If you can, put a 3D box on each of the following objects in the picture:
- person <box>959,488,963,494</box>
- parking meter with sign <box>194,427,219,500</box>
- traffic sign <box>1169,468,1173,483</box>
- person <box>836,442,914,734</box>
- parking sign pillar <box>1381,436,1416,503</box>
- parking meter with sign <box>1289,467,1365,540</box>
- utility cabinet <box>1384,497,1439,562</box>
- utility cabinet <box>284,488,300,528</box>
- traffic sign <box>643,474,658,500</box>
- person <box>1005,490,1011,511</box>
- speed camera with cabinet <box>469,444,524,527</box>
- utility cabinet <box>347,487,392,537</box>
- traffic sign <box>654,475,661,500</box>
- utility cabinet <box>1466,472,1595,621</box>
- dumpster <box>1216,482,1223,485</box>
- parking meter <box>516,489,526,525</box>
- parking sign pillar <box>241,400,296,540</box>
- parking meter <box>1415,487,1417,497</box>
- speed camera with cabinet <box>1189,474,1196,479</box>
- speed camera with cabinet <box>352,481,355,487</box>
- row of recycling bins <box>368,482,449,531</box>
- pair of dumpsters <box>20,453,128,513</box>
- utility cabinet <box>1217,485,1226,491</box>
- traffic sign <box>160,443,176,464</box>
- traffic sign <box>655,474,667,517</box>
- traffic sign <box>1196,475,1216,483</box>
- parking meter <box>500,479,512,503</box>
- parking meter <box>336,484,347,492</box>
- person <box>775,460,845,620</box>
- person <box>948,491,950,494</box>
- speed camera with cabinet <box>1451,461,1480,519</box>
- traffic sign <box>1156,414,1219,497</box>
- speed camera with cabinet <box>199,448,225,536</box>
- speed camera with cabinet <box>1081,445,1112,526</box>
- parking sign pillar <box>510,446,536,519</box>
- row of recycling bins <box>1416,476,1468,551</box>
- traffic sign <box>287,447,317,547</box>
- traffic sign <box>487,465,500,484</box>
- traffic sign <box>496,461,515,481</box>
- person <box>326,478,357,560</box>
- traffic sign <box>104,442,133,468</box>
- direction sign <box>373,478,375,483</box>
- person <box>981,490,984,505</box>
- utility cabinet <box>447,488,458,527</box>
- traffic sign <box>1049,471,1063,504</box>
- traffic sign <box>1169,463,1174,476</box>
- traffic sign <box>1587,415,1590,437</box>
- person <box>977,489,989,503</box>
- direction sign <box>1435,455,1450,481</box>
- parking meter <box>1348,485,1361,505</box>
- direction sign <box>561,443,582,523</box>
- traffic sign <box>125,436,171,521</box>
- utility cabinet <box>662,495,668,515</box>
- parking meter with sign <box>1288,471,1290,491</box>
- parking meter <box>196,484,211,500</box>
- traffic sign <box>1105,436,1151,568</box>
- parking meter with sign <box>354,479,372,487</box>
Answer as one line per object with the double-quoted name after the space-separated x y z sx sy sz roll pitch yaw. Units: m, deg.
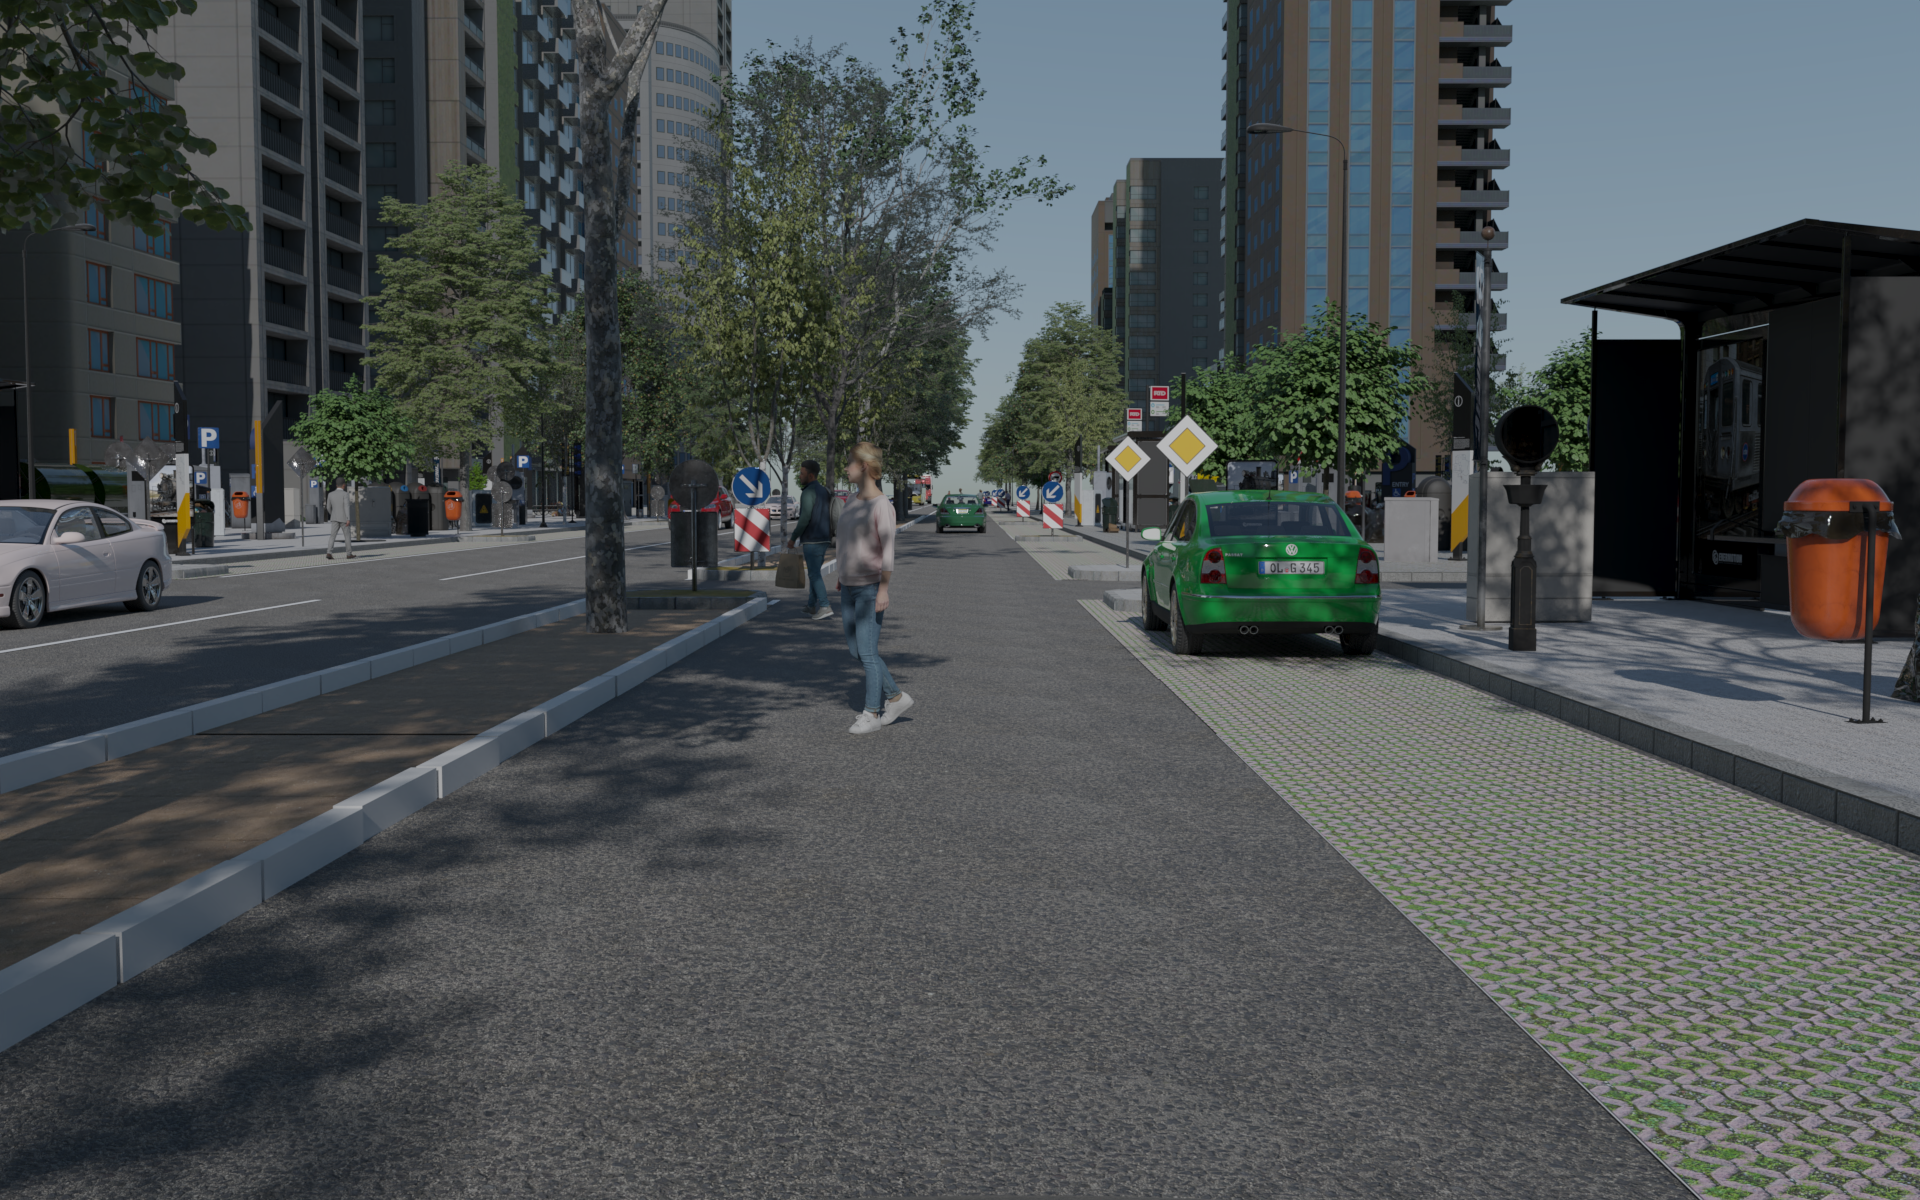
0.020 -5.743 102.735 0.374 1.781 0.599 1 4 15 "person"
-20.253 -3.038 45.939 1.738 3.016 0.543 3 5 44 "parking meter with sign"
7.928 -3.959 66.862 0.606 2.300 0.079 1 4 8 "traffic sign"
-0.528 -0.083 10.534 0.598 1.740 0.731 -3 5 -43 "person"
17.700 -4.979 69.885 1.447 3.967 1.447 3 4 36 "parking sign pillar"
9.055 -2.825 42.452 1.738 3.016 0.543 0 4 7 "parking meter with sign"
8.582 -1.332 32.940 0.306 1.237 1.020 -3 5 -42 "utility cabinet"
-25.051 -3.404 64.327 1.173 1.500 0.318 2 4 25 "utility cabinet"
-18.042 -6.184 101.115 0.884 2.594 0.081 0 4 3 "traffic sign"
3.597 -7.498 132.035 0.436 1.711 0.756 3 5 44 "person"
-18.316 -4.535 68.484 2.038 3.252 0.660 -2 4 -25 "speed camera with cabinet"
-17.376 -2.586 50.968 1.173 1.500 0.318 -2 4 -29 "utility cabinet"
-17.871 -6.299 103.099 0.768 2.556 0.104 0 4 3 "traffic sign"
5.695 -0.528 17.320 1.173 1.500 0.318 0 4 -4 "utility cabinet"
7.733 -2.724 47.038 1.502 2.255 1.985 0 4 0 "dumpster"
-18.327 -3.905 72.265 0.372 1.533 0.369 0 3 0 "parking meter"
-19.732 -3.721 49.311 1.447 3.967 1.447 0 4 3 "parking sign pillar"
12.870 -2.440 48.309 0.372 1.533 0.369 0 3 0 "parking meter"
11.549 -5.303 81.044 0.660 3.252 2.038 -3 5 -43 "speed camera with cabinet"
-28.557 -5.483 83.978 0.660 3.252 2.038 2 4 25 "speed camera with cabinet"
-19.054 -3.213 59.641 1.069 1.692 3.534 2 4 25 "row of recycling bins"
-20.513 -2.280 39.777 1.574 2.255 4.437 0 4 0 "pair of dumpsters"
6.907 -2.142 43.701 1.173 1.500 0.318 3 4 38 "utility cabinet"
-19.720 -2.637 43.226 0.768 2.556 0.104 0 4 1 "traffic sign"
-16.384 -5.804 95.004 0.768 2.556 0.104 0 4 8 "traffic sign"
8.544 -3.696 54.302 2.265 3.308 0.079 0 4 6 "traffic sign"
-17.050 -3.631 65.070 0.399 1.863 0.255 -1 4 -22 "parking meter"
-25.511 -4.024 71.496 0.399 1.863 0.255 1 4 20 "parking meter"
-1.709 -0.691 19.787 0.713 1.824 0.794 3 5 42 "person"
-1.233 -11.885 202.752 0.705 1.831 1.348 3 5 44 "person"
19.996 -4.601 69.562 0.660 3.252 2.038 -3 4 -38 "speed camera with cabinet"
2.865 -1.118 21.928 0.795 2.450 0.064 0 4 0 "traffic sign"
-23.003 -3.604 53.269 0.660 3.252 2.038 -2 4 -26 "speed camera with cabinet"
5.503 -4.610 69.713 0.660 3.252 2.038 2 4 26 "speed camera with cabinet"
-23.162 -6.295 91.389 1.447 3.967 1.447 3 4 37 "parking sign pillar"
12.091 -1.953 39.046 3.534 1.692 1.069 1 4 19 "row of recycling bins"
-16.010 -2.505 42.143 0.795 2.450 0.064 1 4 9 "traffic sign"
-20.693 -4.711 77.125 0.768 2.556 0.104 0 4 4 "traffic sign"
-17.678 -4.116 67.395 0.768 2.556 0.104 0 4 8 "traffic sign"
-13.538 -1.774 37.785 0.678 1.792 0.850 1 4 15 "person"
-20.425 -2.567 42.078 0.768 2.556 0.104 0 4 6 "traffic sign"
-26.258 -5.237 77.616 0.379 3.537 0.876 0 4 -3 "direction sign"
2.176 -10.374 178.104 0.705 1.826 1.348 -2 4 -24 "person"
-19.791 -3.518 66.199 1.173 1.500 0.318 1 4 12 "utility cabinet"
5.243 -5.810 95.098 0.768 2.556 0.104 0 4 3 "traffic sign"
8.023 -4.151 67.978 0.768 2.556 0.104 0 4 1 "traffic sign"
8.664 -1.398 22.960 0.768 2.556 0.104 0 4 1 "traffic sign"
1.633 -8.023 139.765 1.350 1.814 0.705 0 4 -1 "person"
27.955 -6.625 100.317 0.876 3.537 0.379 2 4 32 "direction sign"
11.348 -2.536 49.877 0.372 1.533 0.369 0 3 0 "parking meter"
-17.152 -5.171 76.542 0.876 3.537 0.379 0 4 0 "direction sign"
-14.050 -1.612 29.995 0.795 2.450 0.064 0 4 0 "traffic sign"
-17.908 -5.753 105.217 0.306 1.237 1.020 1 4 19 "utility cabinet"
8.633 -2.899 43.658 1.738 3.016 0.543 -2 4 -31 "parking meter with sign"
-19.594 -2.232 44.907 0.372 1.533 0.369 0 3 0 "parking meter"
2.894 -1.607 29.913 0.795 2.450 0.064 0 4 0 "traffic sign"
-27.257 -5.067 79.100 1.738 3.016 0.543 0 4 0 "parking meter with sign"
